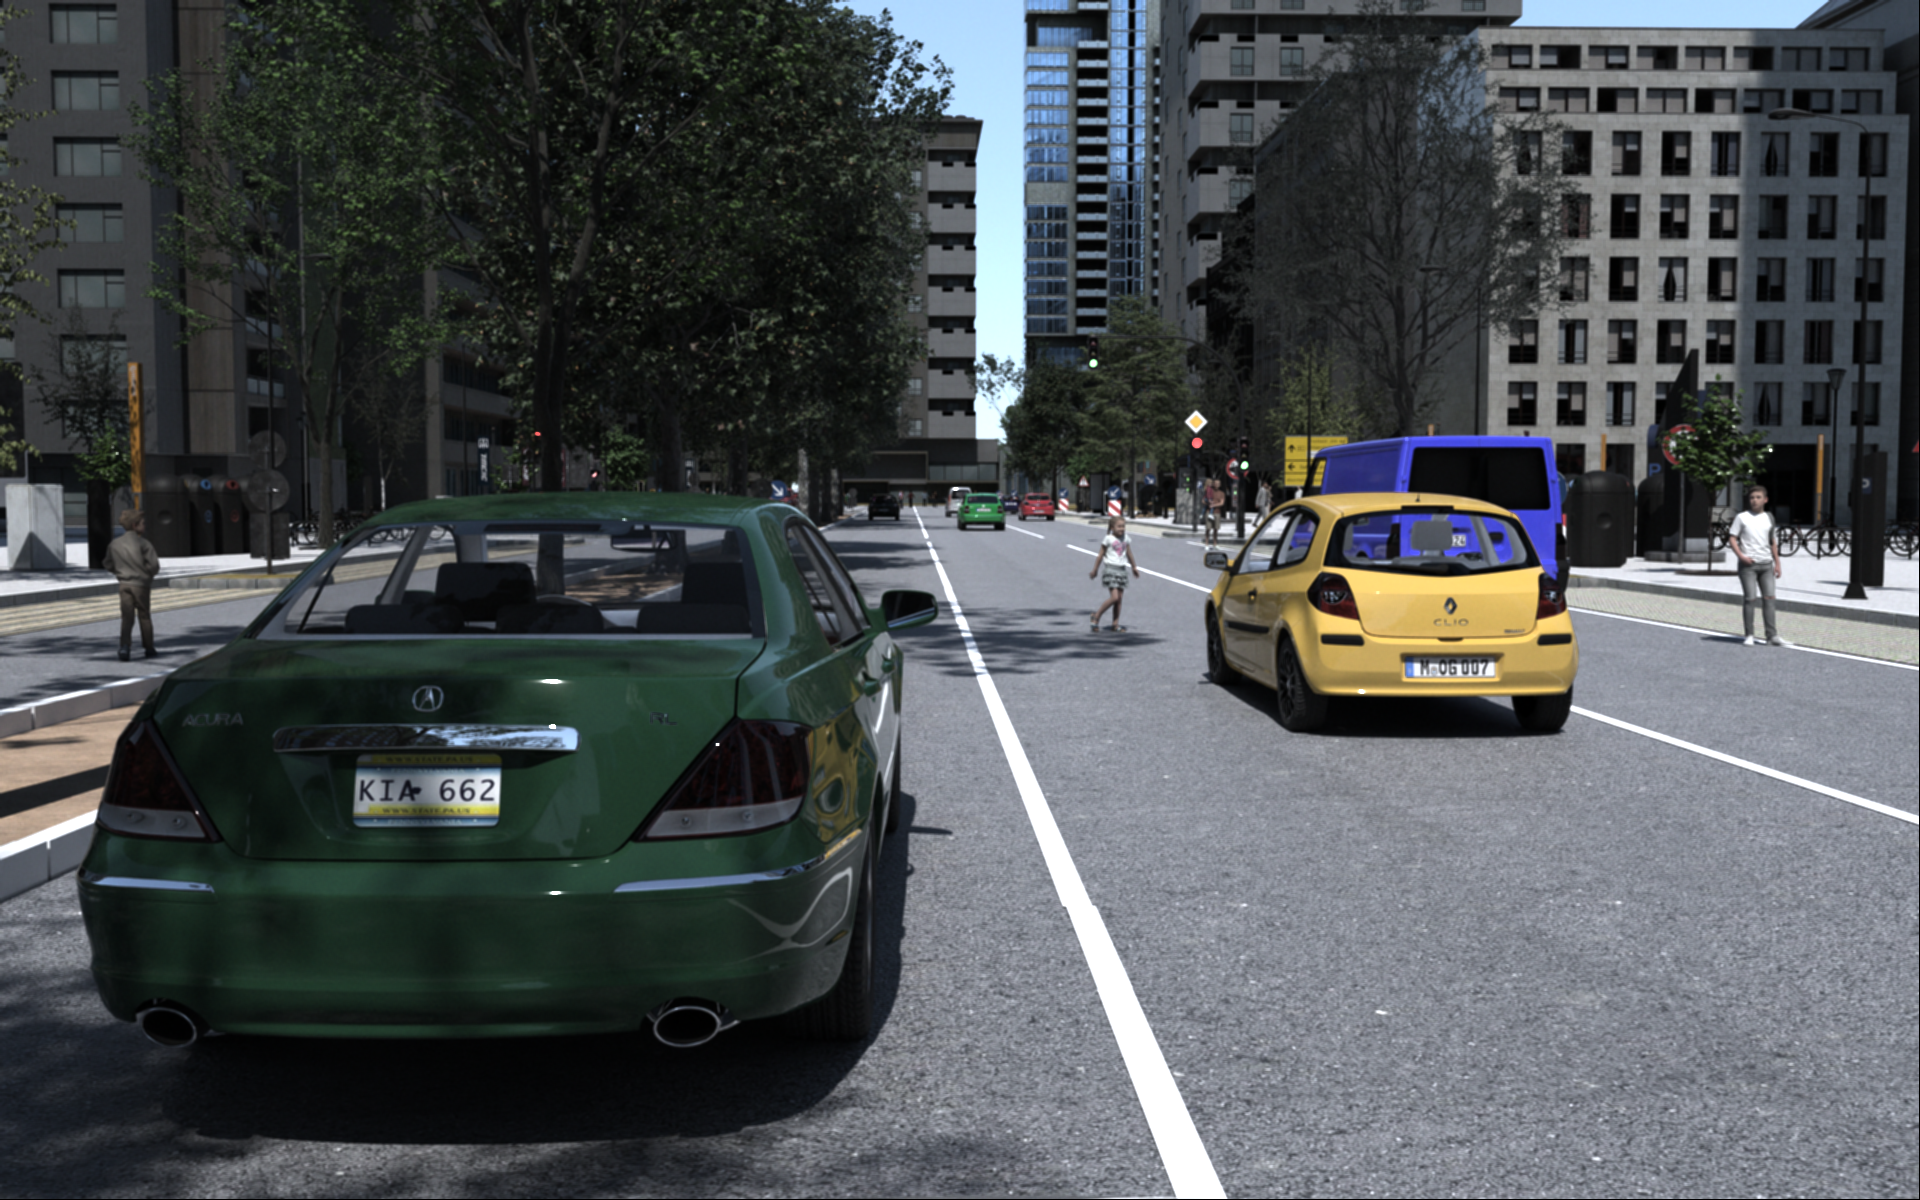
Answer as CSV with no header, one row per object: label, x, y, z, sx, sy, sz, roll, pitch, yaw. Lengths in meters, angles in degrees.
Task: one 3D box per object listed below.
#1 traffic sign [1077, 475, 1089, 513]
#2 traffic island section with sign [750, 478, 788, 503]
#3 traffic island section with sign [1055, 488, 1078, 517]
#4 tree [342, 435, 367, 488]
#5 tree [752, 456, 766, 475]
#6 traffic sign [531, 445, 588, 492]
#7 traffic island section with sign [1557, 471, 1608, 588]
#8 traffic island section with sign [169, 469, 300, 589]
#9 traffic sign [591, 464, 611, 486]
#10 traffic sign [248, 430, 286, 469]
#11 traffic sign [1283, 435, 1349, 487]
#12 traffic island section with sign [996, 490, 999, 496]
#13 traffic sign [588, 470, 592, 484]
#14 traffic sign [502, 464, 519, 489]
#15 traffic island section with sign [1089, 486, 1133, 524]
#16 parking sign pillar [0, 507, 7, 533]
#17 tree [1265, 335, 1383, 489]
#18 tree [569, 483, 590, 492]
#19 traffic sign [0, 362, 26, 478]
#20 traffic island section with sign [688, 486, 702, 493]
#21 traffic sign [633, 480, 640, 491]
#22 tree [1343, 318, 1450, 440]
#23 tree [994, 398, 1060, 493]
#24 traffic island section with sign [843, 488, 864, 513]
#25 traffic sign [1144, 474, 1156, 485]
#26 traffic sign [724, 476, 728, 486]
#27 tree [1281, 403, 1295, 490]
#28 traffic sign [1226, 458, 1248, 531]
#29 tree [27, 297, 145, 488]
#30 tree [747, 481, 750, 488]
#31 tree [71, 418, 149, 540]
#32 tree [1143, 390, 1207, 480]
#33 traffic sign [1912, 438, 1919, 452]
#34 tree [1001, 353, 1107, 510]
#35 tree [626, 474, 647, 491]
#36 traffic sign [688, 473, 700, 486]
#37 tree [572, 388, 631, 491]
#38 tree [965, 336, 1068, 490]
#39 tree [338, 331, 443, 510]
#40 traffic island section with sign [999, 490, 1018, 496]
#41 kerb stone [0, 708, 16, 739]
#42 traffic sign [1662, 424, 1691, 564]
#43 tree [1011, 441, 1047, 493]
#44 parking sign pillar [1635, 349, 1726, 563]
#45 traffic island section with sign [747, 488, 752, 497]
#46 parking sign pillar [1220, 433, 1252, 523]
traffic sign,8.489,-7.292,119.224,0.884,2.594,0.081,0,4,3
traffic island section with sign,-5.980,-3.006,57.285,2.006,1.907,1.989,0,4,-2
traffic island section with sign,6.376,-6.177,109.629,1.989,1.847,2.006,0,4,-2
tree,-31.087,-6.240,85.744,4.285,4.588,4.351,0,3,0
tree,-18.286,-14.691,174.609,8.767,10.594,7.601,0,4,-1
traffic sign,-15.978,-4.603,69.124,2.265,3.308,0.079,0,3,0
traffic island section with sign,8.813,-1.136,27.195,1.989,1.847,2.006,0,4,-2
traffic island section with sign,-10.901,-1.118,26.908,1.989,1.847,2.006,0,4,-2
traffic sign,-15.455,-4.559,74.549,0.884,2.594,0.081,0,4,3
traffic sign,-13.805,-2.105,34.528,0.768,2.556,0.104,0,4,3
traffic sign,12.324,-4.044,59.997,2.265,3.308,0.079,0,4,-1
traffic island section with sign,4.059,-10.944,187.558,1.989,1.847,2.006,0,4,-2
traffic sign,-18.304,-5.272,86.309,0.768,2.556,0.104,0,3,0
traffic sign,-15.265,-3.470,58.858,0.606,2.300,0.079,0,4,6
traffic island section with sign,7.176,-4.530,82.685,1.989,1.847,2.006,0,4,-2
parking sign pillar,-31.924,-4.220,57.466,1.447,3.967,1.447,2,4,25
tree,17.174,-7.964,80.574,4.737,8.622,4.395,0,3,0
tree,-26.991,-7.777,121.755,1.663,3.219,1.824,0,3,0
traffic sign,-15.564,-2.012,26.765,2.265,3.308,0.079,0,4,3
traffic island section with sign,-12.548,-4.491,82.049,1.989,1.847,2.006,0,4,-2
traffic sign,-16.714,-5.426,88.825,0.768,2.556,0.104,0,4,1
tree,17.735,-7.424,71.745,4.360,8.622,3.978,0,3,0
tree,7.403,-15.659,181.780,9.928,11.665,9.643,0,3,0
traffic island section with sign,-8.217,-7.600,132.390,2.006,1.907,1.989,0,4,-2
traffic sign,12.039,-6.716,109.905,0.768,2.556,0.104,0,4,3
traffic sign,-16.484,-7.544,123.455,0.768,2.556,0.104,0,4,7
tree,17.367,-9.139,99.786,4.360,8.622,3.978,0,3,0
traffic sign,9.534,-3.636,59.553,0.768,2.556,0.104,0,4,7
tree,-32.291,-6.981,64.498,4.360,8.622,3.978,0,3,0
tree,-17.676,-8.938,140.734,1.663,3.219,1.824,0,3,0
tree,-21.792,-3.033,44.195,1.663,3.219,1.824,0,3,0
tree,15.302,-10.576,123.286,4.737,8.622,4.395,0,3,0
traffic sign,12.478,-1.342,21.954,0.884,2.594,0.081,0,4,-1
tree,7.799,-13.712,141.201,9.611,12.733,9.660,0,3,0
tree,-22.831,-7.797,122.080,1.663,3.219,1.824,0,3,0
traffic sign,-16.137,-6.421,105.088,0.768,2.556,0.104,0,4,8
tree,-22.837,-9.758,109.910,4.360,8.622,3.978,0,3,0
tree,7.792,-21.456,206.701,12.611,20.169,13.585,0,3,0
tree,-26.119,-7.865,78.951,4.360,8.622,3.978,0,3,0
traffic island section with sign,4.866,-9.264,160.093,1.989,1.847,2.006,0,4,-2
kerb stone,-5.638,0.754,9.932,0.120,0.150,1.000,0,4,-2
traffic sign,13.238,-1.936,31.757,0.768,2.556,0.104,0,4,5
tree,7.181,-13.624,173.107,4.360,8.622,3.978,0,3,0
parking sign pillar,13.801,-2.715,32.868,1.447,3.967,1.447,0,4,4
traffic island section with sign,-13.354,-6.156,109.276,1.989,1.847,2.006,0,4,-2
parking sign pillar,12.186,-5.382,76.471,1.447,3.967,1.447,0,4,3
